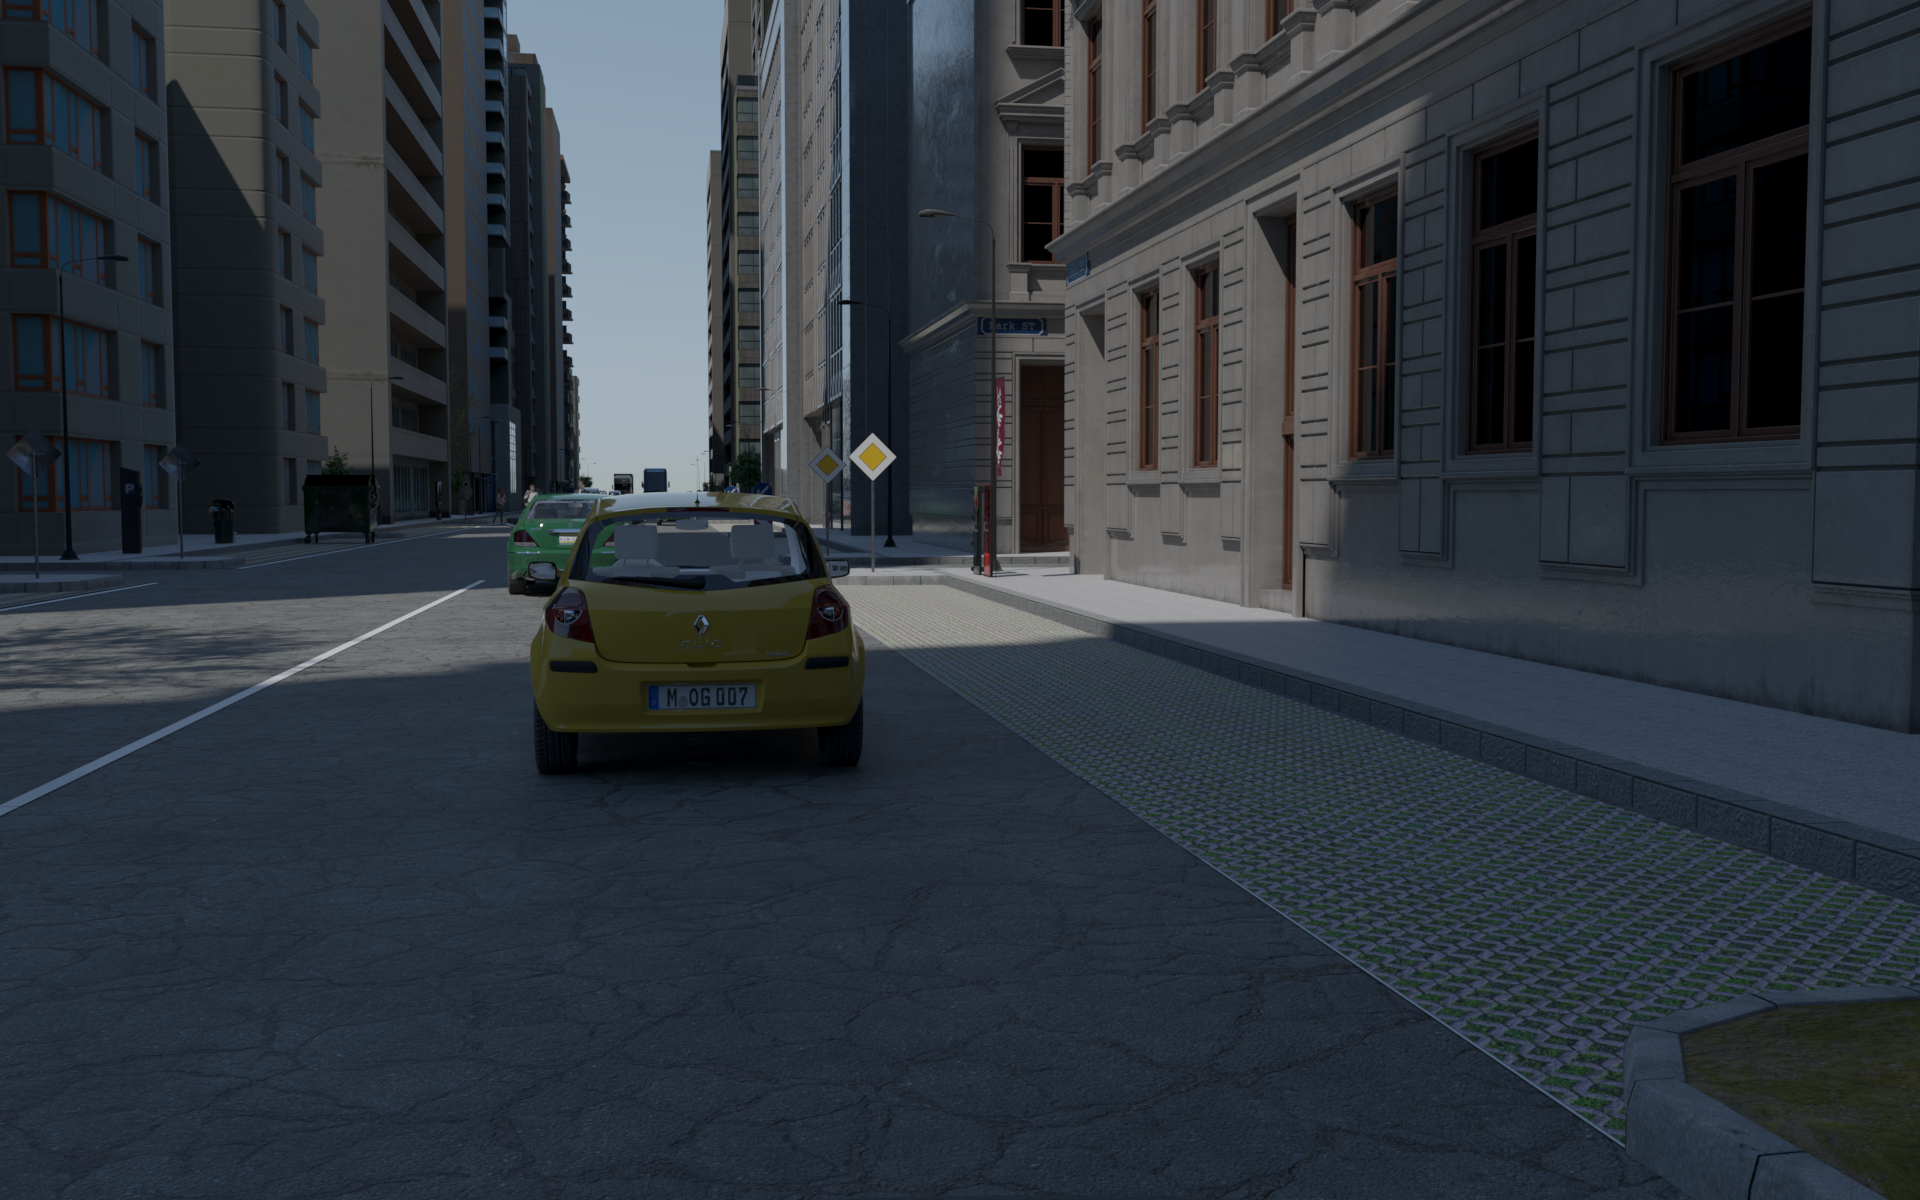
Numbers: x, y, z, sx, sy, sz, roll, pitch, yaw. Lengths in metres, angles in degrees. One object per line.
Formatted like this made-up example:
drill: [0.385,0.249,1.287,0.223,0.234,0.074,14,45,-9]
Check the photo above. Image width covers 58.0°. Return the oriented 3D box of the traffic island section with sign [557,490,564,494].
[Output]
traffic island section with sign: [-36.723,-9.219,159.360,1.989,1.847,2.006,-1,4,-10]

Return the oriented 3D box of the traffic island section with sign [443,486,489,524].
traffic island section with sign: [-23.759,-4.567,83.297,1.989,1.847,2.006,-1,4,-10]

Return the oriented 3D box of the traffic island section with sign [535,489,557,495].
traffic island section with sign: [-32.187,-7.594,132.788,1.989,1.847,2.006,-1,4,-10]

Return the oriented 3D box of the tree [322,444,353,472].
tree: [-24.539,-4.481,67.867,1.663,3.219,1.824,0,3,0]

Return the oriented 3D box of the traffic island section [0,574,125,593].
traffic island section: [-14.017,-0.244,26.274,2.009,0.180,2.903,-1,4,-10]

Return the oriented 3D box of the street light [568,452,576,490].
street light: [-43.520,-13.369,191.116,1.470,5.913,1.316,-1,4,-10]

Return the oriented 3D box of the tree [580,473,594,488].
tree: [-57.549,-17.172,264.471,4.285,4.588,4.351,0,3,0]

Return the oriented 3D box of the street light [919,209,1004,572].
street light: [0.018,-3.424,28.527,1.470,5.913,1.316,-1,4,-10]

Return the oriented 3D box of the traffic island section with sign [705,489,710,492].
traffic island section with sign: [-11.198,-4.602,83.868,1.989,1.847,2.006,-1,4,-10]

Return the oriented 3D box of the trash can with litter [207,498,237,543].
trash can with litter: [-19.208,-2.063,45.116,0.624,1.170,1.055,-1,4,-16]

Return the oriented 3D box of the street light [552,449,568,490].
street light: [-41.384,-12.574,178.128,1.470,5.913,1.316,-1,4,-10]

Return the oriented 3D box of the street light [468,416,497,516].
street light: [-28.591,-7.988,103.139,1.470,5.913,1.316,-1,4,-10]

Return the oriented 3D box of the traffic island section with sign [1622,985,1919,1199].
traffic island section with sign: [2.501,0.316,3.468,1.989,1.847,2.006,-1,4,-10]

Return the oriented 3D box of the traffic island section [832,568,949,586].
traffic island section: [-1.407,-0.375,28.411,2.009,0.180,2.903,-1,4,-10]

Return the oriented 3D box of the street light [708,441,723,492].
street light: [-20.960,-10.912,150.945,1.470,5.913,1.316,-1,4,-10]

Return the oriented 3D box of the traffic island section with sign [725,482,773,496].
traffic island section with sign: [-6.668,-2.977,57.294,1.989,1.847,2.006,-1,4,-10]

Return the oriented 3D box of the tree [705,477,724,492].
tree: [-28.462,-12.556,199.891,1.663,3.219,1.824,0,3,0]

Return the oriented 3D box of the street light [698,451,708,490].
street light: [-28.829,-13.785,197.926,1.470,5.913,1.316,-1,4,-10]

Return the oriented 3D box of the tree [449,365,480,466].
tree: [-29.127,-8.951,96.719,4.737,8.622,4.395,0,3,0]

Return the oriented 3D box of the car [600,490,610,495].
car: [-34.870,-9.688,167.065,2.281,1.827,5.304,-1,4,-11]

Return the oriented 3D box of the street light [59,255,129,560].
street light: [-16.819,-3.738,33.654,1.470,5.913,1.316,-1,4,-10]

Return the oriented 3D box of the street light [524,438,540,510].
street light: [-35.561,-10.483,143.938,1.470,5.913,1.316,-1,4,-10]

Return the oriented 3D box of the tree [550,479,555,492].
tree: [-43.624,-11.536,183.214,1.663,3.219,1.824,0,3,0]

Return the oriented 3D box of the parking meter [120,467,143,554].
parking meter: [-17.815,-1.930,37.263,0.399,1.863,0.255,-1,4,-15]

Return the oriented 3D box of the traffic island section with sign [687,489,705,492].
traffic island section with sign: [-24.272,-9.291,160.541,1.989,1.847,2.006,-1,4,-10]

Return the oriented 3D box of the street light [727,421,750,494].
street light: [-13.961,-8.416,110.144,1.470,5.913,1.316,-1,4,-10]

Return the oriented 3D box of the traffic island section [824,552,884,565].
traffic island section: [-2.748,-0.856,36.283,2.009,0.180,2.903,-1,4,-10]

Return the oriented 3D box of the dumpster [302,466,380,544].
dumpster: [-17.887,-2.758,50.038,1.985,2.255,1.502,-1,4,-8]

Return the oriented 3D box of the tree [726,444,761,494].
tree: [-13.580,-7.936,113.462,4.285,4.588,4.351,0,3,0]

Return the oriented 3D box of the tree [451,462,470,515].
tree: [-31.057,-6.834,106.342,1.663,3.219,1.824,0,3,0]

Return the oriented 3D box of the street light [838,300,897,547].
street light: [-2.227,-4.225,41.624,1.470,5.913,1.316,-1,4,-10]

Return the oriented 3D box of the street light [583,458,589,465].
street light: [-49.589,-15.501,225.974,1.470,5.913,1.316,-1,4,-10]

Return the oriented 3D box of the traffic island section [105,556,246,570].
traffic island section: [-15.359,-0.726,34.146,2.009,0.180,2.903,-1,4,-10]

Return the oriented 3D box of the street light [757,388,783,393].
street light: [-8.182,-6.324,75.946,1.470,5.913,1.316,-1,4,-10]

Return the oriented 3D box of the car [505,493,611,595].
car: [-5.835,-0.884,26.253,2.131,1.459,4.920,-1,4,-11]

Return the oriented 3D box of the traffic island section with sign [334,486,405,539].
traffic island section with sign: [-19.149,-2.916,56.310,1.989,1.847,2.006,-1,4,-10]

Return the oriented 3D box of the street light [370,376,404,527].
street light: [-22.639,-5.863,68.407,1.470,5.913,1.316,-1,4,-10]

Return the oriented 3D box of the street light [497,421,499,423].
street light: [-29.817,-8.382,109.581,1.470,5.913,1.316,-1,4,-10]

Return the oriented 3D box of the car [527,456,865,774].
car: [-1.601,-0.011,10.400,2.015,1.641,3.980,-1,4,-10]
